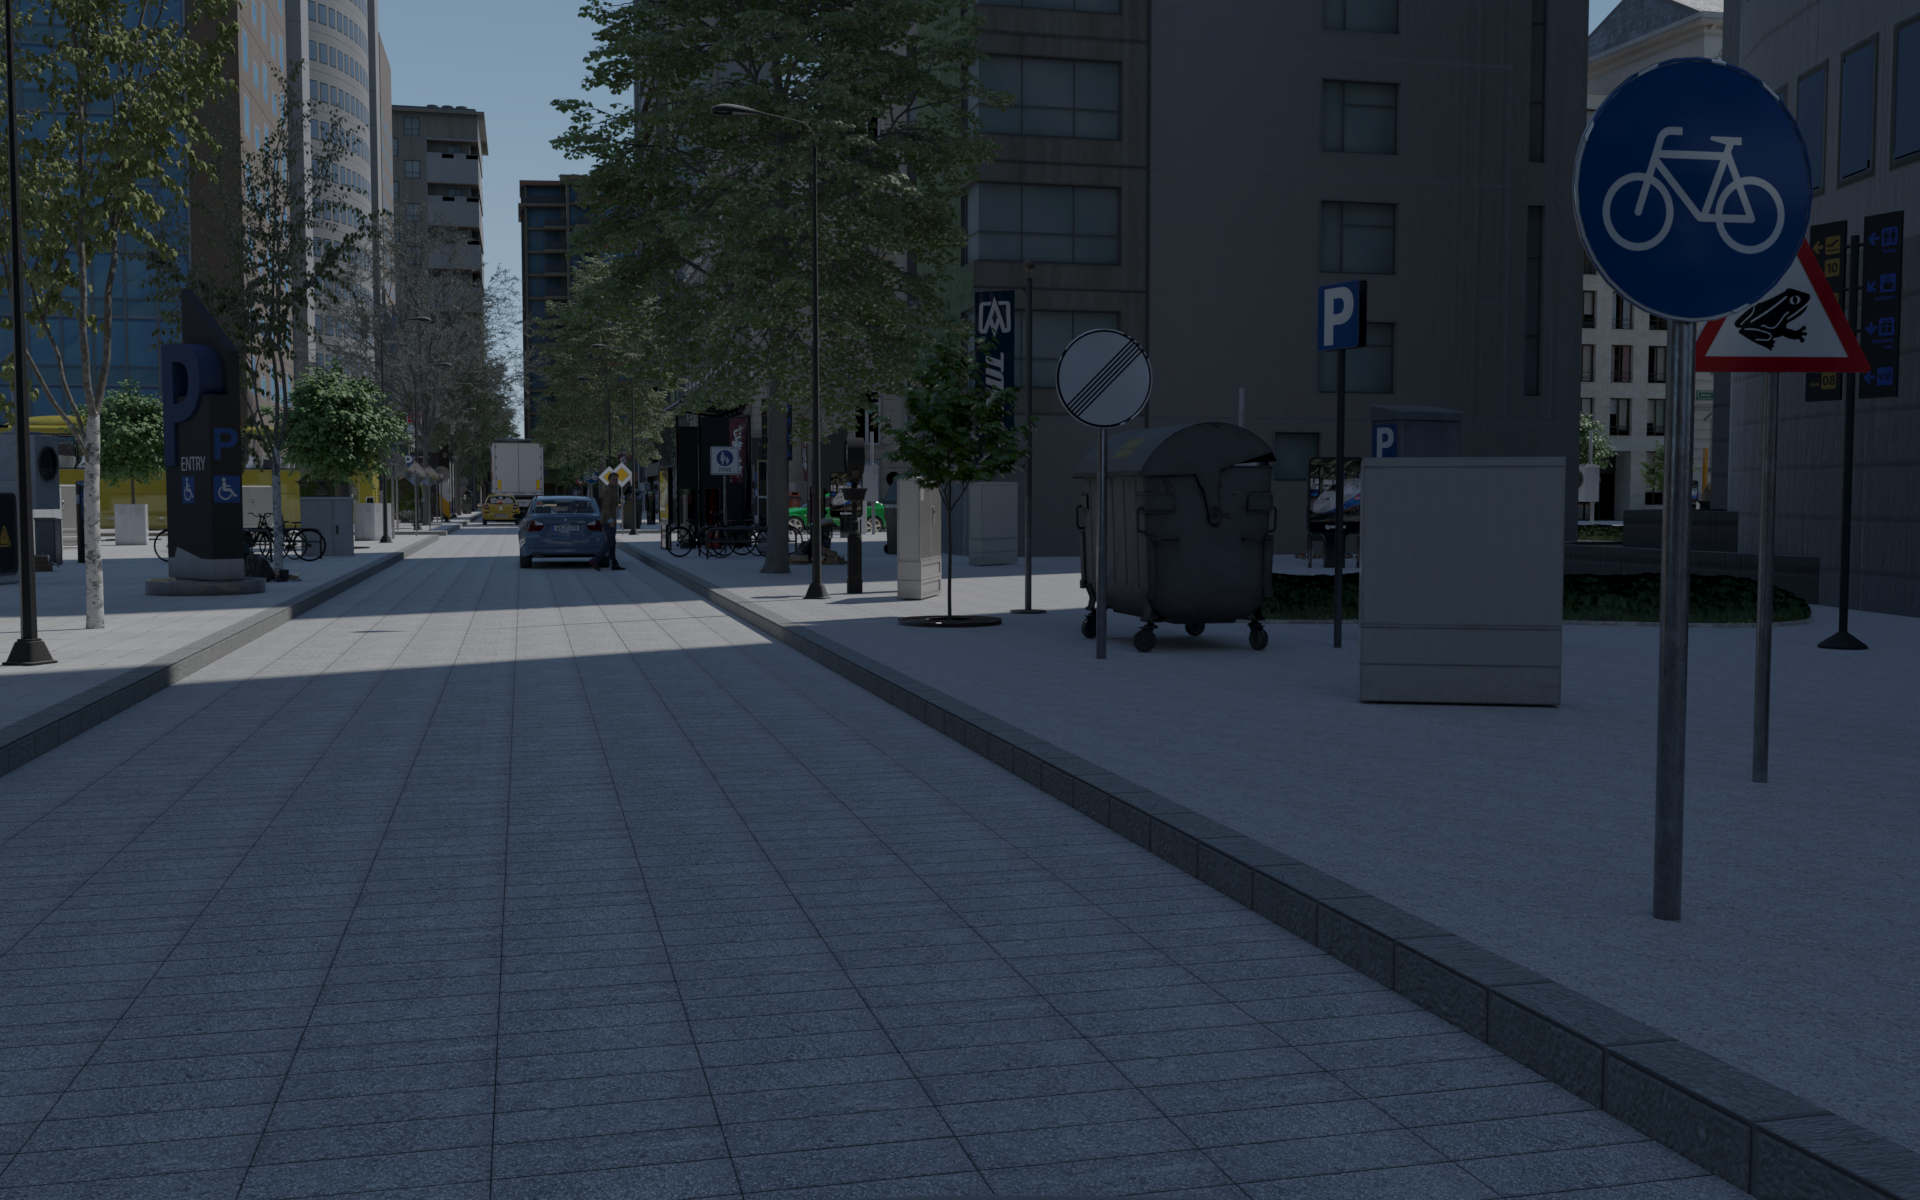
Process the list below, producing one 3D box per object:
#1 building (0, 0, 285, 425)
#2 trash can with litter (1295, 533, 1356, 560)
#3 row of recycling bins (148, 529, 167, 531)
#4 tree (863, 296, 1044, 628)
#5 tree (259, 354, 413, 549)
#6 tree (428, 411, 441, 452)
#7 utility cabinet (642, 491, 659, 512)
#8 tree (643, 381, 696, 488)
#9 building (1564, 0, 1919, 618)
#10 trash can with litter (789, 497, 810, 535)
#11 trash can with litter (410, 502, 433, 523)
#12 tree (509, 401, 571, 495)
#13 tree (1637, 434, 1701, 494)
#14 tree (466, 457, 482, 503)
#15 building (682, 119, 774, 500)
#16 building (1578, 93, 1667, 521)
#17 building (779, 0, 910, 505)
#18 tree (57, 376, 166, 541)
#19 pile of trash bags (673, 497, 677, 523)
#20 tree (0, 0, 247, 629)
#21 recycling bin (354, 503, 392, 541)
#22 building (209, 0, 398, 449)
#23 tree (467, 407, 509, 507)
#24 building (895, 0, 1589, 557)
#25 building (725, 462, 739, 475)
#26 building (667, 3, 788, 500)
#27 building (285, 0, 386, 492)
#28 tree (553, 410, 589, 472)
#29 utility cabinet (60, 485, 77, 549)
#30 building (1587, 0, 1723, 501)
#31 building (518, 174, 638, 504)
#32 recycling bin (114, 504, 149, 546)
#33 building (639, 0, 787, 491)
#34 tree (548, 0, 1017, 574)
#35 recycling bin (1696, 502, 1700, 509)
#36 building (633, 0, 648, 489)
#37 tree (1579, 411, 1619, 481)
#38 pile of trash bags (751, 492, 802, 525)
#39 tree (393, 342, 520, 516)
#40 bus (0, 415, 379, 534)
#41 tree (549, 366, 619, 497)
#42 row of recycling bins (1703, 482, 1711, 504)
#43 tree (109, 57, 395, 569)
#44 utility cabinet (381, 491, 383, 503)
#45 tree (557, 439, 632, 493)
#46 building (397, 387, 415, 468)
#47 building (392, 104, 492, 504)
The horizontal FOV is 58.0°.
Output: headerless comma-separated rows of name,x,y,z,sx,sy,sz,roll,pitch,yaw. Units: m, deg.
building,-35.810,-25.721,70.652,14.600,45.320,14.200,-1,4,-14
trash can with litter,7.594,-1.439,34.591,2.233,1.210,1.678,-1,4,-16
row of recycling bins,-28.074,-3.358,62.010,1.069,1.692,3.534,1,4,12
tree,-0.208,-1.367,16.947,1.663,3.219,1.824,0,3,0
tree,-14.583,-3.481,40.625,4.285,4.588,4.351,0,3,0
tree,-37.643,-13.140,132.972,7.486,12.596,7.792,0,3,0
utility cabinet,-22.405,-7.127,125.207,1.173,1.500,0.318,-1,4,-18
tree,-18.531,-9.850,111.410,4.360,8.622,3.978,0,3,0
building,20.574,-28.953,15.379,21.231,58.520,28.212,-1,4,-14
trash can with litter,-5.018,-2.693,55.093,2.233,1.210,1.678,-3,4,-38
trash can with litter,-23.587,-3.925,75.568,0.624,1.170,1.055,3,5,41
tree,-44.029,-16.332,192.788,9.928,11.665,9.643,0,3,0
tree,21.594,-3.585,53.212,1.663,3.219,1.824,0,3,0
tree,-54.304,-14.975,195.206,4.737,8.622,4.395,0,3,0
building,-8.754,-20.880,117.808,17.030,29.872,44.131,-1,4,-14
building,24.989,-14.081,84.974,16.860,20.320,10.420,-1,4,-14
building,4.653,-17.268,79.602,25.104,27.353,12.463,-1,4,-14
tree,-23.128,-3.941,48.143,4.285,4.588,4.351,0,3,0
pile of trash bags,-11.779,-4.089,76.600,1.912,1.369,3.447,-1,4,-17
tree,-8.476,-4.036,16.353,4.737,8.622,4.395,0,3,0
recycling bin,-16.197,-2.154,47.777,0.722,1.027,0.722,2,4,25
building,-61.346,-31.449,164.297,14.600,45.320,14.200,-1,4,-14
tree,-55.657,-16.909,202.211,9.928,11.665,9.643,0,3,0
building,5.406,-21.927,42.098,14.154,41.232,14.086,-1,4,-14
building,-24.452,-28.527,238.121,14.107,30.474,14.160,-1,4,-14
building,-17.876,-28.402,147.964,14.154,41.232,14.086,-1,4,-14
building,-59.501,-36.687,141.836,21.231,58.520,28.212,-1,4,-14
tree,-30.833,-11.638,140.647,4.360,8.622,3.978,0,3,0
utility cabinet,-20.913,-1.919,40.048,0.318,1.500,1.173,2,4,29
building,44.296,-18.557,90.792,23.554,28.519,14.401,-1,4,-14
building,-46.730,-35.554,235.930,28.867,44.769,22.147,-1,4,-14
recycling bin,-20.832,-1.896,43.557,0.722,1.027,0.722,-1,4,-22
building,-19.069,-33.175,166.111,21.300,48.544,21.600,-1,4,-14
tree,-2.952,-6.733,28.207,7.486,12.596,7.792,0,3,0
recycling bin,24.326,-2.666,56.150,0.722,1.027,0.722,3,4,38
building,-24.959,-39.631,189.962,21.231,58.520,28.212,-1,4,-14
tree,20.564,-4.586,58.694,4.285,4.588,4.351,0,3,0
pile of trash bags,-8.104,-3.709,70.389,3.447,1.369,1.912,-2,4,-24
tree,-30.061,-10.305,102.898,8.767,10.594,7.601,1,4,17
bus,-25.148,-3.914,55.541,12.252,3.916,2.896,-1,4,-14
tree,-21.166,-9.043,98.221,4.737,8.622,4.395,0,3,0
row of recycling bins,22.509,-2.559,48.946,1.069,1.692,3.534,-1,4,-23
tree,-11.587,-4.781,28.536,4.360,8.622,3.978,0,3,0
utility cabinet,-34.666,-5.852,104.359,0.318,1.500,1.173,-2,4,-26
tree,-19.241,-6.703,93.308,4.285,4.588,4.351,0,3,0
building,-74.446,-53.112,181.054,31.000,86.520,22.319,-1,4,-14
building,-75.272,-39.368,232.911,27.495,52.752,28.713,-1,4,-14
